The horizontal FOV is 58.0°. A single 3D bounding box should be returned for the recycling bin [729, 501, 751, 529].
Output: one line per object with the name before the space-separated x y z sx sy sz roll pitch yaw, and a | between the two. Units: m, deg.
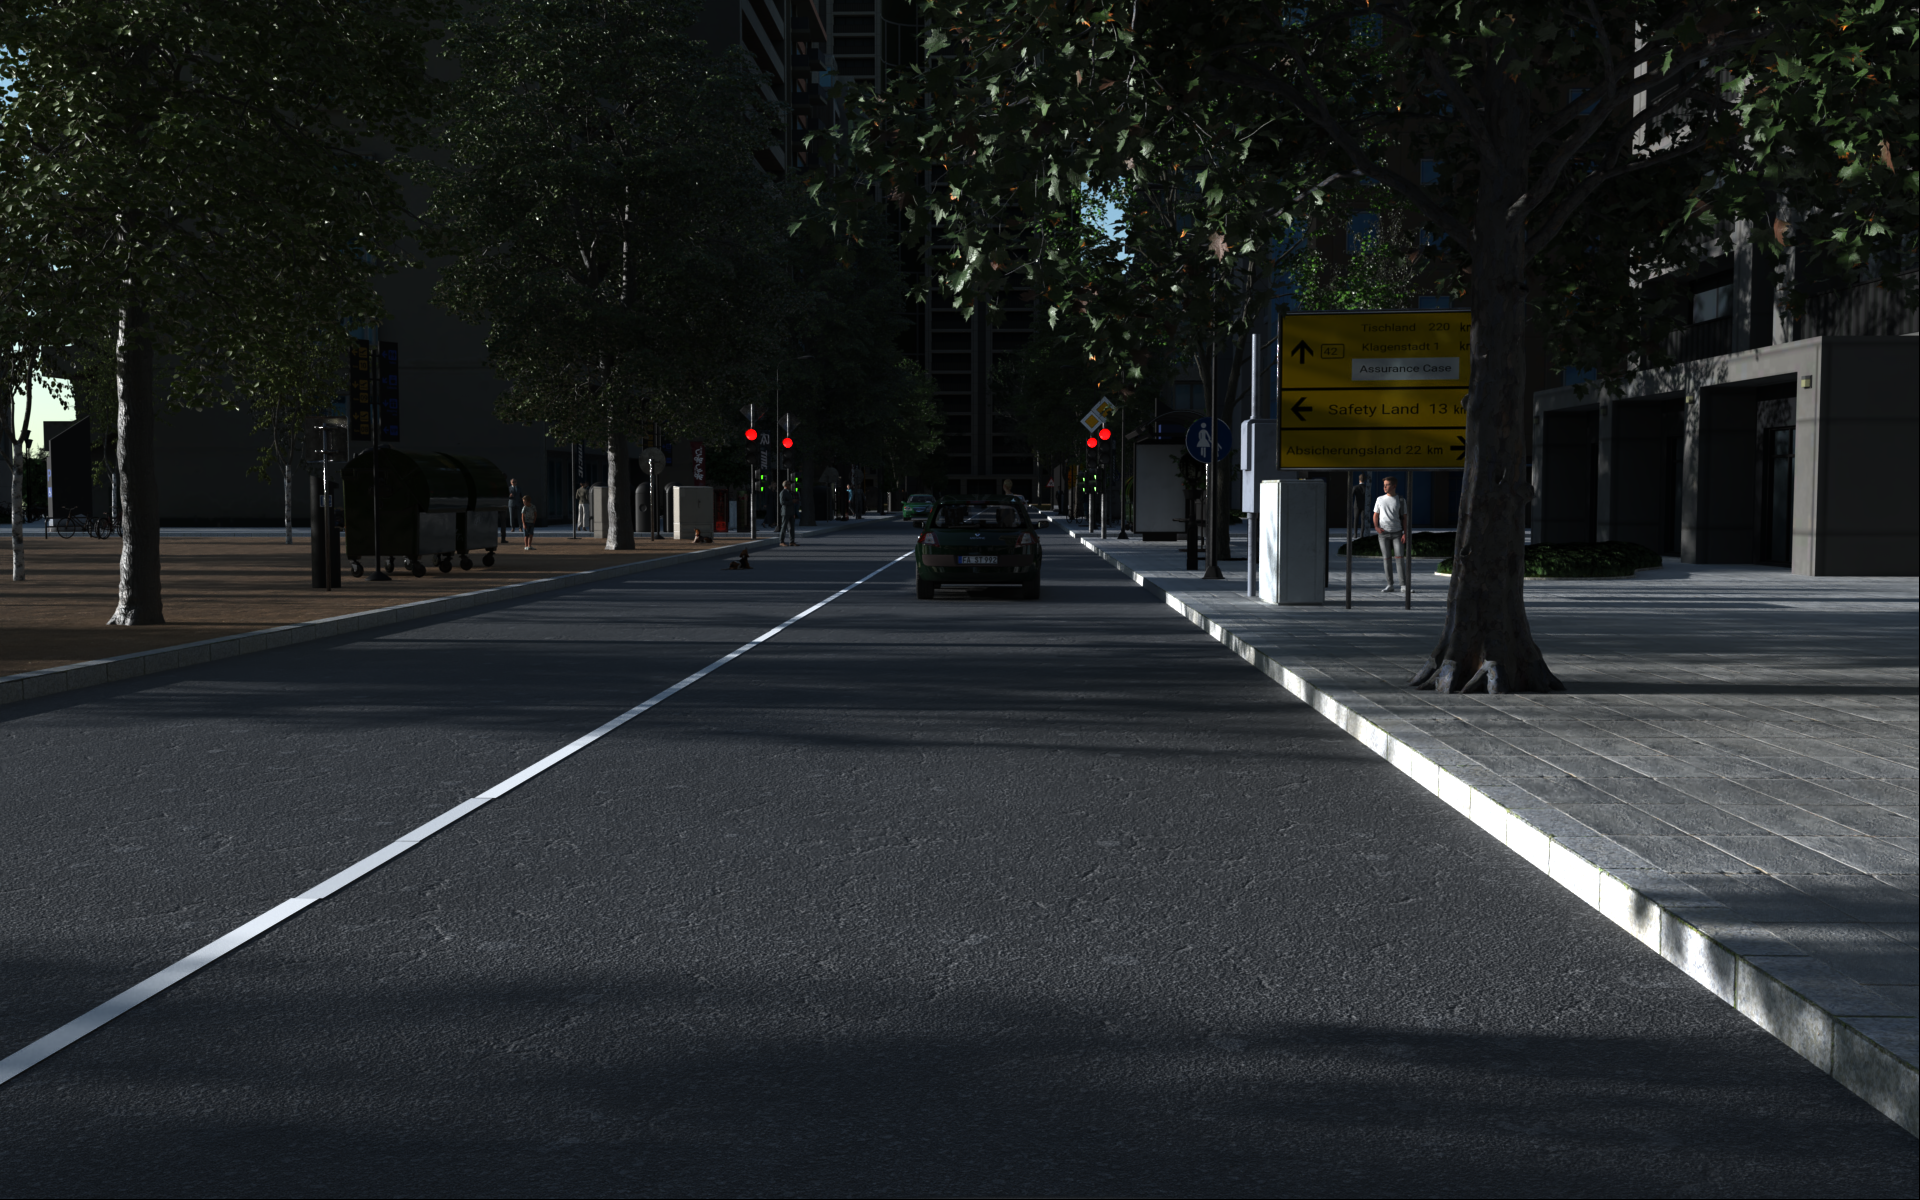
recycling bin | -7.980 -3.119 63.550 0.722 1.027 0.722 -3 5 -39

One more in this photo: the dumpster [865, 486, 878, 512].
dumpster | -6.309 -7.324 125.511 1.264 1.857 1.865 0 4 2

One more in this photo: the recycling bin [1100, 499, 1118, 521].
recycling bin | 7.138 -4.289 82.679 0.722 1.027 0.722 1 4 20

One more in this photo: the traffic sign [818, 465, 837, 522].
traffic sign | -5.992 -4.789 78.311 0.884 2.594 0.081 0 4 7

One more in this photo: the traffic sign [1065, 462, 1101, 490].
traffic sign | 7.821 -7.111 110.129 2.265 3.308 0.079 0 4 8

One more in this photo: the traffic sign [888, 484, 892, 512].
traffic sign | -5.137 -7.585 124.121 0.768 2.556 0.104 0 4 7

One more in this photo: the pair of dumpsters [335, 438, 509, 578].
pair of dumpsters | -8.792 -1.592 28.531 1.574 2.255 4.437 0 4 2

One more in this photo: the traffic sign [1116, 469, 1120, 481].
traffic sign | 7.529 -5.221 85.463 0.768 2.556 0.104 0 4 5

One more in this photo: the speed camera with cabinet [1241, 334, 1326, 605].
speed camera with cabinet | 3.880 -1.620 20.819 0.660 3.252 2.038 0 4 -3

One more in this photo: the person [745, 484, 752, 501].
person | -10.486 -4.831 85.216 0.526 1.800 0.537 -2 4 -34

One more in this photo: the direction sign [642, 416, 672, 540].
direction sign | -8.531 -3.478 48.869 0.876 3.537 0.379 -2 4 -30

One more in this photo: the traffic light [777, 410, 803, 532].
traffic light | -5.698 -4.220 57.913 0.839 4.253 0.868 0 4 2

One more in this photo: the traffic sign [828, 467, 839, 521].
traffic sign | -6.144 -5.032 82.374 0.768 2.556 0.104 0 4 8

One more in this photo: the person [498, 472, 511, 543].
person | -12.116 -2.419 45.405 0.655 1.846 0.447 -1 4 -15

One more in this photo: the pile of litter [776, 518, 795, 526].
pile of litter | -7.341 -3.495 71.102 1.176 0.858 1.719 1 4 19

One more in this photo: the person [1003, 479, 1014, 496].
person | 1.154 -1.625 35.736 0.598 1.740 0.731 1 4 11

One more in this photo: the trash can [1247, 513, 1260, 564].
trash can | 5.626 -1.248 32.059 0.748 1.137 0.748 0 3 0

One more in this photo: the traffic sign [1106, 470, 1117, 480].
traffic sign | 7.317 -5.203 85.182 0.768 2.556 0.104 1 4 10

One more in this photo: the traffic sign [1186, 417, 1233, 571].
traffic sign | 4.106 -1.745 28.631 0.768 2.556 0.104 0 4 2

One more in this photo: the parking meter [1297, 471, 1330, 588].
parking meter | 4.843 -1.104 23.766 0.399 1.863 0.255 -1 4 -18

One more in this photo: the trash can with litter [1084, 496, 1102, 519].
trash can with litter | 7.123 -4.706 87.993 1.678 1.210 2.233 -1 4 -8

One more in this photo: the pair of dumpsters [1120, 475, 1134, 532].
pair of dumpsters | 6.354 -3.443 58.789 1.574 2.255 4.437 0 4 2

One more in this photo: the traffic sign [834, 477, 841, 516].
traffic sign | -7.237 -6.048 101.007 0.606 2.300 0.079 0 4 5

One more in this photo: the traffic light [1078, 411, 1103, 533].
traffic light | 4.359 -4.202 57.623 0.839 4.253 0.868 0 4 2

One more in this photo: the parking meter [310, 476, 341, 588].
parking meter | -8.679 -0.934 23.688 0.372 1.533 0.369 0 3 0

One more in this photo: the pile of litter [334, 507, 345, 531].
pile of litter | -21.323 -2.791 59.591 1.719 0.858 1.176 -1 4 -12

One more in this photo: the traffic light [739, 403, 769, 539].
traffic light | -5.942 -3.732 49.932 0.839 4.253 0.868 0 4 2

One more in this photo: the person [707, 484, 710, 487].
person | -12.168 -4.736 83.726 0.600 1.795 0.529 -1 4 -15

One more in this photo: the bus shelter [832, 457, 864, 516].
bus shelter | -6.546 -6.934 104.651 1.731 3.624 6.357 0 4 2

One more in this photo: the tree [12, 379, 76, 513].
tree | -59.756 -13.223 118.013 13.155 14.587 18.604 0 4 -3

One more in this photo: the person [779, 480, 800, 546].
person | -4.649 -2.369 47.404 0.590 1.801 0.661 1 4 16

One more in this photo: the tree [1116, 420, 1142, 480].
tree | 12.313 -10.986 129.984 4.360 8.622 3.978 0 3 0

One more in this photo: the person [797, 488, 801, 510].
person | -10.709 -6.568 113.782 0.694 1.780 0.624 -1 4 -12

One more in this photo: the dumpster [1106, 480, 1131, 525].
dumpster | 6.659 -4.036 71.743 1.264 1.857 1.865 0 4 2

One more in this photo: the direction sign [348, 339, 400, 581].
direction sign | -8.634 -2.055 25.599 0.379 3.537 0.876 2 4 31

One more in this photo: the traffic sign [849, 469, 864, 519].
traffic sign | -5.254 -5.362 87.779 0.768 2.556 0.104 0 4 7

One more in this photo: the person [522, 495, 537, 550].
person | -9.895 -1.779 39.817 0.332 1.250 0.352 0 4 5

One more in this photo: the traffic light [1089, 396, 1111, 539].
traffic light | 4.115 -3.714 49.641 0.839 4.253 0.868 0 4 2

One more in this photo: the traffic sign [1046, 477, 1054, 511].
traffic sign | 6.919 -8.029 131.284 0.884 2.594 0.081 0 4 6

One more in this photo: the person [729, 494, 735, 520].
person | -11.056 -4.491 83.739 0.475 1.303 0.640 -2 4 -31

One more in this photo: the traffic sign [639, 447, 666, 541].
traffic sign | -8.372 -2.874 47.090 0.768 2.556 0.104 1 4 10

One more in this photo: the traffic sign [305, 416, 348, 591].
traffic sign | -8.321 -1.262 22.766 0.606 2.300 0.079 1 4 10

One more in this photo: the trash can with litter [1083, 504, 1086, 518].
trash can with litter | 6.979 -4.871 91.022 1.055 1.170 0.624 3 5 42

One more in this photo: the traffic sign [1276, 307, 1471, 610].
traffic sign | 4.651 -1.547 19.159 2.265 3.308 0.079 1 4 10

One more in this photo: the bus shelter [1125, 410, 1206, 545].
bus shelter | 5.408 -3.086 44.380 2.014 3.302 5.546 0 4 2
